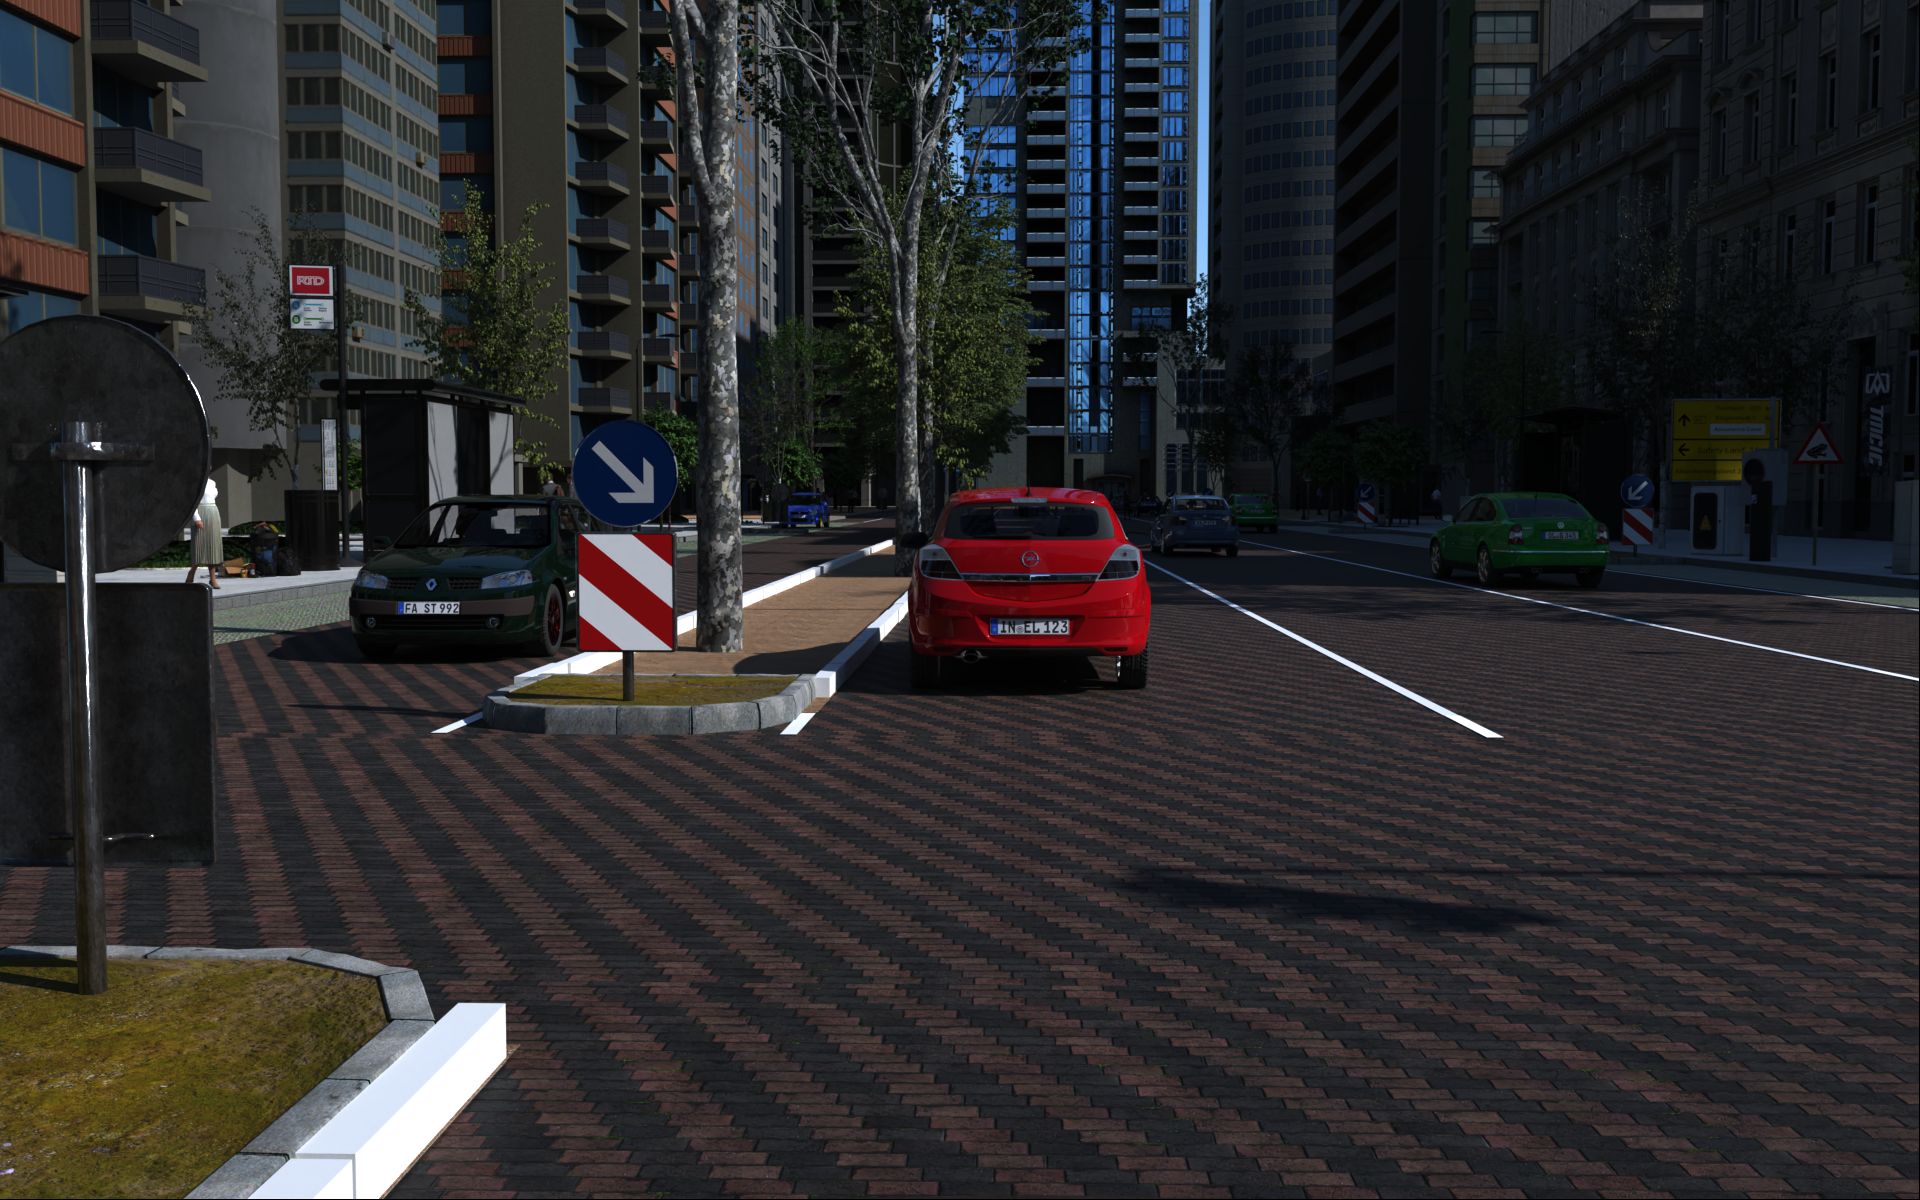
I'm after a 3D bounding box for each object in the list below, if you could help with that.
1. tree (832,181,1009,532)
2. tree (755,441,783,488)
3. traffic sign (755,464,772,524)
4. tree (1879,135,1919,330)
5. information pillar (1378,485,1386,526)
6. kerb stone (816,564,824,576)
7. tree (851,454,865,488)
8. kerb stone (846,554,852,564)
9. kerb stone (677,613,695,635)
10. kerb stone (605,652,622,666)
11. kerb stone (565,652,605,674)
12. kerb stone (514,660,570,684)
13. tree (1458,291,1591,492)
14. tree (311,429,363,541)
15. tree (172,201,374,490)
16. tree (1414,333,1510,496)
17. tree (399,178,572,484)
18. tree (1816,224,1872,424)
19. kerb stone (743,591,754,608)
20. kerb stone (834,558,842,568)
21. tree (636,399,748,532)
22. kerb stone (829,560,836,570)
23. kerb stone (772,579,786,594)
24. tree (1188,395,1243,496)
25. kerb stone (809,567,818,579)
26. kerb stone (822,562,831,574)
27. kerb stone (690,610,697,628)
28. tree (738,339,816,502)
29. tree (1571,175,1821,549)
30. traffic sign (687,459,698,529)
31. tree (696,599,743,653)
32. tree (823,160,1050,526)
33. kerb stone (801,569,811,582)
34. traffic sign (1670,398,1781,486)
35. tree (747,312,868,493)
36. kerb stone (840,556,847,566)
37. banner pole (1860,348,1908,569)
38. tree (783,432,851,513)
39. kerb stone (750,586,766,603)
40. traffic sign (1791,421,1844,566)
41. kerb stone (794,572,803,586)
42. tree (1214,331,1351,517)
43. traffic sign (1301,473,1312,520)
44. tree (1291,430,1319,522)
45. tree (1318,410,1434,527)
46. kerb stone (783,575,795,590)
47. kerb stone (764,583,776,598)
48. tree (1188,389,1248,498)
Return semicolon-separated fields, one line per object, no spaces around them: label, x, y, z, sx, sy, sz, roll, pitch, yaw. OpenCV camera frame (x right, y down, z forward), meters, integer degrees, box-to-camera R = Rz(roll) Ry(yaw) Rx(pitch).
tree;-0.955;-5.338;40.099;4.737;8.622;4.395;0;3;0
tree;-9.803;-5.004;65.521;4.285;4.588;4.351;0;3;0
traffic sign;-8.371;-4.504;73.738;0.768;2.556;0.104;0;4;7
tree;19.653;-5.050;32.934;4.737;8.622;4.395;0;3;0
information pillar;17.137;-4.027;70.333;0.304;2.012;0.304;1;4;18
kerb stone;-2.530;-0.482;30.121;0.120;0.150;1.000;0;4;2
tree;-8.367;-8.391;120.911;4.285;4.588;4.351;0;3;0
kerb stone;-2.361;-0.796;35.230;0.120;0.150;1.000;0;4;2
kerb stone;-2.897;0.269;17.801;0.120;0.150;1.000;0;4;2
kerb stone;-2.987;0.466;14.736;0.120;0.150;1.000;0;4;2
kerb stone;-3.009;0.526;13.699;0.120;0.150;1.000;0;4;2
kerb stone;-3.060;0.584;12.678;0.120;0.150;1.000;0;4;2
tree;20.547;-6.829;62.021;4.737;8.622;4.395;0;3;0
tree;-16.958;-3.225;47.329;1.663;3.219;1.824;0;3;0
tree;-16.781;-5.660;42.908;4.360;8.622;3.978;0;3;0
tree;23.100;-7.865;78.952;4.360;8.622;3.978;0;3;0
tree;-10.849;-5.514;40.518;4.737;8.622;4.395;0;3;0
tree;21.451;-5.828;45.642;4.360;8.622;3.978;0;3;0
kerb stone;-2.768;0.018;21.909;0.120;0.150;1.000;0;4;2
kerb stone;-2.429;-0.672;33.186;0.120;0.150;1.000;0;4;2
tree;-10.126;-4.606;59.020;4.285;4.588;4.351;0;3;0
kerb stone;-2.457;-0.607;32.164;0.120;0.150;1.000;0;4;2
kerb stone;-2.671;-0.171;24.998;0.120;0.150;1.000;0;4;2
tree;18.798;-10.857;127.871;4.737;8.622;4.395;0;3;0
kerb stone;-2.549;-0.420;29.098;0.120;0.150;1.000;0;4;2
kerb stone;-2.482;-0.543;31.142;0.120;0.150;1.000;0;4;2
kerb stone;-2.862;0.206;18.828;0.120;0.150;1.000;0;4;2
tree;-8.739;-8.048;81.946;4.360;8.622;3.978;0;3;0
tree;16.644;-5.497;40.245;4.360;8.622;3.978;0;3;0
traffic sign;-9.520;-3.831;62.748;0.768;2.556;0.104;0;4;8
tree;-3.374;-9.644;16.033;12.611;20.169;13.585;0;3;0
tree;-0.808;-8.474;59.138;7.486;12.596;7.792;0;3;0
kerb stone;-2.579;-0.360;28.076;0.120;0.150;1.000;0;4;2
traffic sign;16.284;-2.633;36.927;2.265;3.308;0.079;0;4;4
tree;-8.685;-10.684;100.438;9.928;11.665;9.643;0;3;0
kerb stone;-2.394;-0.735;34.208;0.120;0.150;1.000;0;4;2
banner pole;15.927;-2.433;29.802;0.863;3.779;0.401;1;4;15
tree;-8.782;-6.422;88.710;4.285;4.588;4.351;0;3;0
kerb stone;-2.741;-0.046;22.940;0.120;0.150;1.000;0;4;2
traffic sign;15.335;-1.896;31.011;0.884;2.594;0.081;1;4;10
kerb stone;-2.616;-0.296;27.050;0.120;0.150;1.000;0;4;2
tree;18.165;-10.028;98.363;8.767;10.594;7.601;2;4;25
traffic sign;17.049;-5.178;84.762;0.768;2.556;0.104;1;4;11
tree;16.973;-5.838;79.160;4.285;4.588;4.351;0;3;0
tree;16.793;-5.128;67.550;4.285;4.588;4.351;0;3;0
kerb stone;-2.636;-0.233;26.021;0.120;0.150;1.000;0;4;2
kerb stone;-2.707;-0.105;23.974;0.120;0.150;1.000;0;4;2
tree;18.206;-10.414;120.627;4.360;8.622;3.978;0;3;0
